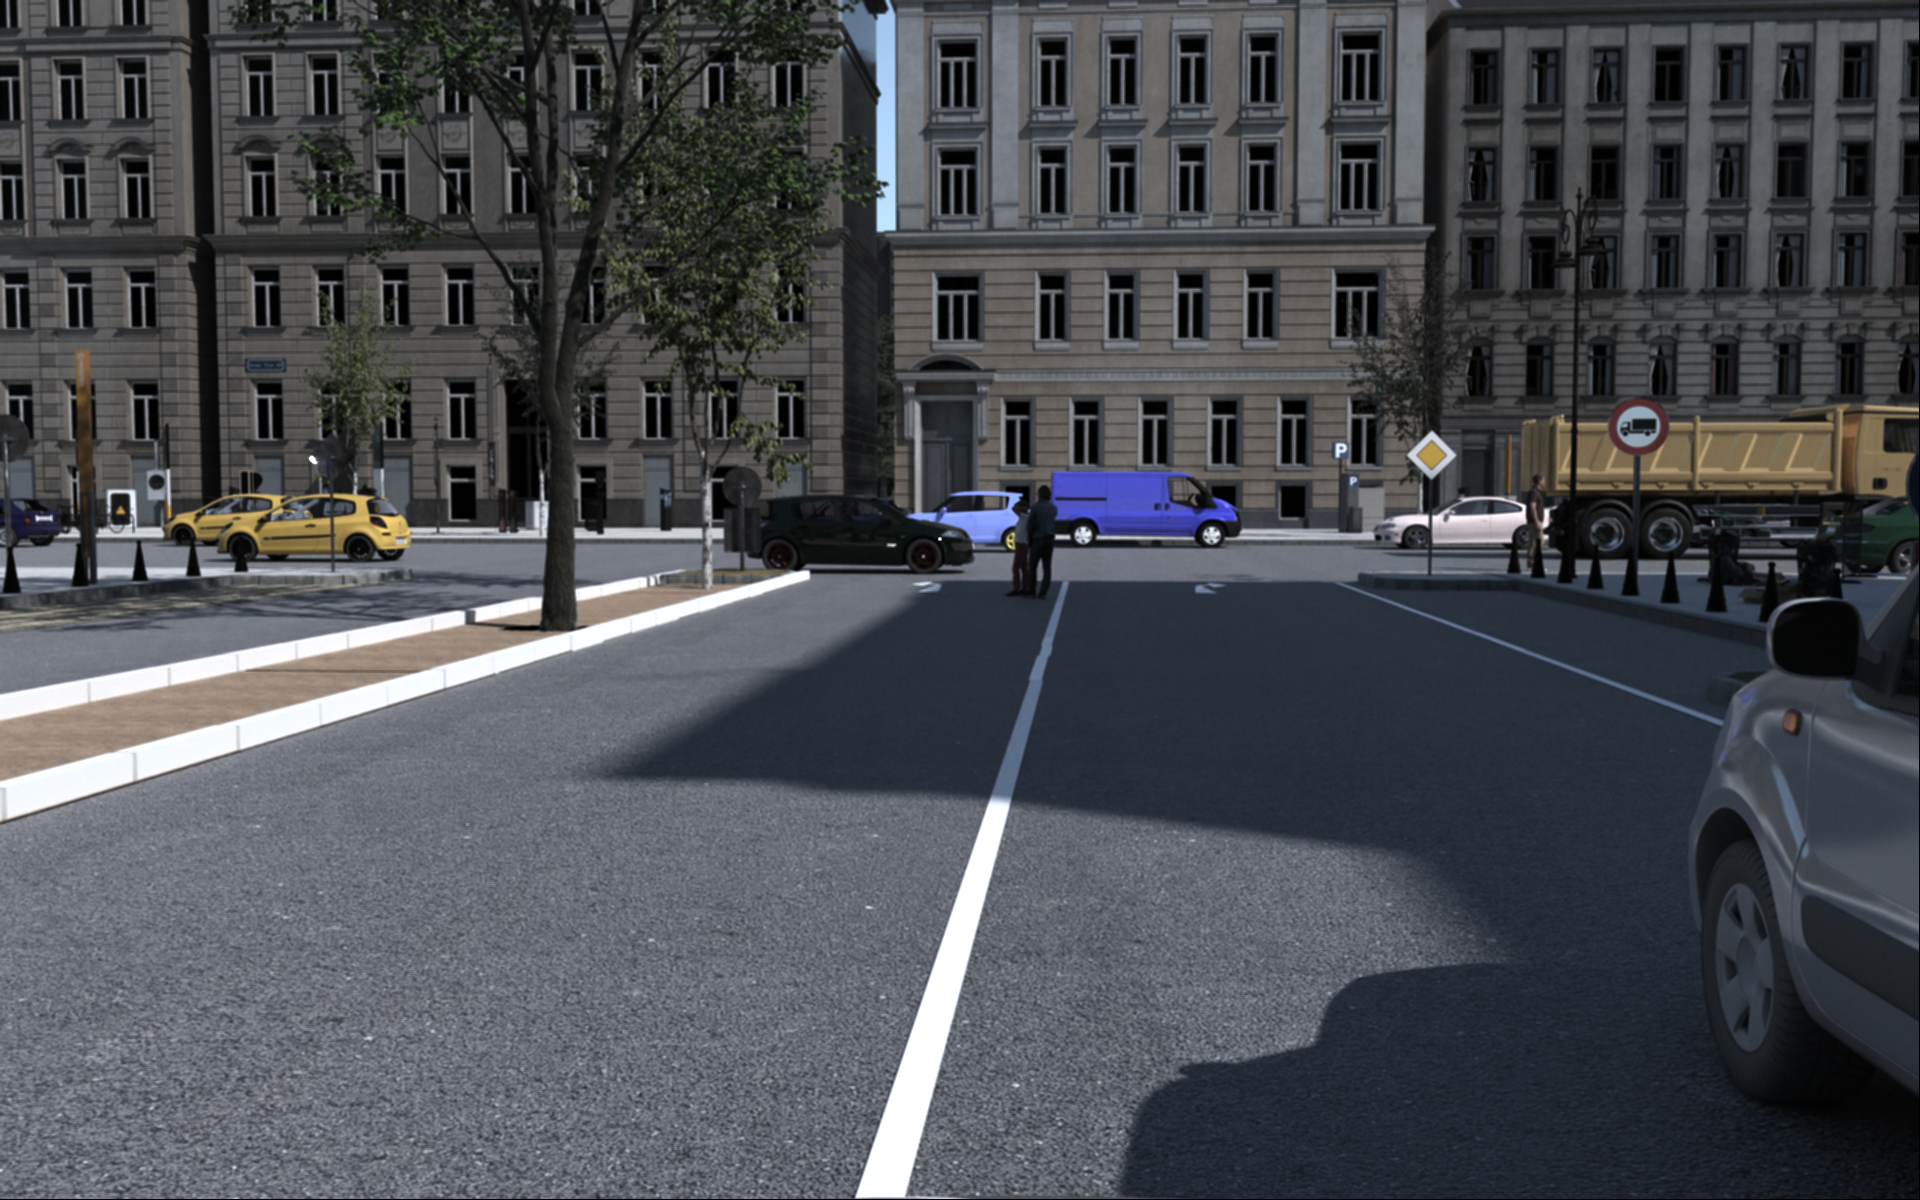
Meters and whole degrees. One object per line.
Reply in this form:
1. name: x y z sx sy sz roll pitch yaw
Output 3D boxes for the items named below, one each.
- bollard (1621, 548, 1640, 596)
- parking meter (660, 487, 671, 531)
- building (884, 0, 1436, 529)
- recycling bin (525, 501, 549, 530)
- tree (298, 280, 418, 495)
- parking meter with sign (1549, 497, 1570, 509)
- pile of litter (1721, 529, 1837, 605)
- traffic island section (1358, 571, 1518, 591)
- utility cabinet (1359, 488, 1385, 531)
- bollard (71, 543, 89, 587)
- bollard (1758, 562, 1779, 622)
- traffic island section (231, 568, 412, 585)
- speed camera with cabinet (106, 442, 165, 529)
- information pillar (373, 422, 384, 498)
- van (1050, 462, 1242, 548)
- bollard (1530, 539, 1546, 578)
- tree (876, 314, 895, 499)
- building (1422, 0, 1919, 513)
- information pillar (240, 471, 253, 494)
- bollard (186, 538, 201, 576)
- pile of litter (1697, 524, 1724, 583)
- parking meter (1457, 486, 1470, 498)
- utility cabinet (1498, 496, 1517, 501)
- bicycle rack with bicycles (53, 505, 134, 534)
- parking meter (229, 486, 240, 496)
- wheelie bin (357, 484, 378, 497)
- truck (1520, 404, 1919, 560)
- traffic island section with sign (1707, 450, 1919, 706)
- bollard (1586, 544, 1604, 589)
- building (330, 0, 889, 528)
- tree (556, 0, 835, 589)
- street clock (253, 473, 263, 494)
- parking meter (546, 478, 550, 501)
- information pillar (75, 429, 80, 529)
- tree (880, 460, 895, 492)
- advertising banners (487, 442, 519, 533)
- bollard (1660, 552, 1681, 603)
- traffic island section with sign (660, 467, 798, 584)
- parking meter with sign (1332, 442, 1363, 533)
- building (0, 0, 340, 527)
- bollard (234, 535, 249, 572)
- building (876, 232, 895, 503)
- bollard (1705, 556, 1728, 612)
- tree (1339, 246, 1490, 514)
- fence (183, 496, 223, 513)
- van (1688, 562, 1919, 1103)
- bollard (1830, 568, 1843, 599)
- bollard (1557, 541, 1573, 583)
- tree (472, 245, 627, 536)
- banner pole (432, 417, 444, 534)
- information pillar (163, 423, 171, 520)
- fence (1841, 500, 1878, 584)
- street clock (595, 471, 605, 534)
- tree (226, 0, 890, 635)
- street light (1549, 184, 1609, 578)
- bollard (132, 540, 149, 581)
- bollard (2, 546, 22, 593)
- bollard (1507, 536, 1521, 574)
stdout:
1. bollard: 8.496 -0.360 21.934 0.229 0.601 0.229 0 3 0
2. parking meter: -10.265 -3.181 60.425 0.372 1.533 0.369 0 3 0
3. building: 7.645 -17.322 69.113 20.117 28.700 13.634 0 4 4
4. recycling bin: -15.090 -3.026 62.033 0.722 1.027 0.722 -3 4 -39
5. tree: -21.108 -6.730 60.403 4.737 8.622 4.395 0 3 0
6. parking meter with sign: 18.676 -3.460 52.837 1.738 3.016 0.543 1 4 21
7. pile of litter: 9.658 -0.373 20.072 1.176 0.858 1.719 2 4 35
8. traffic island section: 7.387 -0.300 27.183 2.009 0.180 2.903 0 4 4
9. utility cabinet: 13.812 -3.072 58.900 1.173 1.500 0.318 0 4 6
10. bollard: -12.210 -0.488 24.016 0.229 0.601 0.229 0 3 0
11. bollard: 8.146 -0.083 17.394 0.229 0.601 0.229 0 3 0
12. traffic island section: -10.352 -0.383 28.546 2.009 0.180 2.903 0 4 4
13. speed camera with cabinet: -30.818 -4.311 64.820 2.038 3.252 0.660 -2 4 -26
14. information pillar: -18.926 -3.979 56.406 0.504 3.616 0.183 3 5 41
15. van: 4.966 -2.592 46.761 5.245 2.365 2.240 0 4 4
16. bollard: 8.850 -0.640 26.501 0.229 0.601 0.229 0 3 0
17. tree: -5.374 -13.024 119.599 9.857 13.997 8.962 0 3 0
18. building: 26.668 -13.288 66.415 18.267 20.994 9.793 0 4 4
19. information pillar: -22.310 -3.040 54.197 0.304 2.012 0.304 0 4 0
20. bollard: -11.977 -0.673 27.045 0.229 0.601 0.229 0 3 0
21. pile of litter: 11.198 -0.665 24.830 1.176 0.858 1.719 2 4 27
22. parking meter: 15.536 -2.755 53.457 0.372 1.533 0.369 0 3 0
23. utility cabinet: 16.542 -2.537 52.634 0.306 1.237 1.020 0 4 -7
24. bicycle rack with bicycles: -28.516 -2.632 56.412 2.852 0.926 2.925 1 4 13
25. parking meter: -23.451 -2.915 56.064 0.372 1.533 0.369 0 3 0
26. wheelie bin: -18.086 -2.742 52.738 0.693 1.594 0.980 -1 4 -15
27. truck: 17.745 -2.608 38.565 9.791 3.379 3.469 0 4 4
28. traffic island section with sign: 6.194 -0.181 11.583 1.989 1.847 2.006 0 4 4
29. bollard: 8.614 -0.454 23.465 0.229 0.601 0.229 0 3 0
30. building: -16.099 -16.732 70.835 25.104 27.353 12.463 0 4 4
31. tree: -3.767 -4.443 25.462 4.737 8.622 4.395 0 3 0
32. street clock: -23.881 -3.309 58.667 0.471 2.002 0.358 -2 4 -35
33. parking meter: -14.927 -3.528 63.393 0.399 1.863 0.255 3 5 42
34. information pillar: -31.786 -4.368 62.769 0.504 3.616 0.183 1 4 10
35. tree: -4.777 -9.517 139.310 4.285 4.588 4.351 0 3 0
36. advertising banners: -15.258 -3.766 57.755 0.090 3.025 2.074 -3 5 -41
37. bollard: 8.383 -0.268 20.426 0.229 0.601 0.229 0 3 0
38. traffic island section with sign: -3.683 -1.231 28.271 2.006 1.907 1.989 0 4 4
39. parking meter with sign: 12.970 -3.760 57.733 0.543 3.016 1.738 -1 4 -8
40. building: -41.331 -16.851 72.784 25.104 27.353 12.463 0 4 4
41. bollard: -11.859 -0.766 28.559 0.229 0.601 0.229 0 3 0
42. building: -2.707 -33.515 239.843 23.993 40.220 32.217 0 4 4
43. bollard: 8.265 -0.175 18.904 0.229 0.601 0.229 0 3 0
44. tree: 13.320 -6.146 50.849 4.360 8.622 3.978 0 3 0
45. fence: -26.685 -3.106 61.985 2.264 1.192 0.480 -3 5 -42
46. van: 2.544 0.260 2.756 2.013 2.044 4.112 0 4 6
47. bollard: 8.029 0.011 15.867 0.229 0.601 0.229 0 3 0
48. bollard: 8.730 -0.547 24.978 0.229 0.601 0.229 0 3 0
49. tree: -12.405 -6.228 52.188 4.360 8.622 3.978 0 3 0
50. banner pole: -16.974 -4.043 56.115 0.401 3.779 0.863 -1 4 -9
51. information pillar: -26.272 -4.039 57.388 0.183 3.616 0.504 -3 4 -36
52. fence: 13.303 -0.893 25.809 0.480 1.192 2.264 2 4 33
53. street clock: -11.461 -3.093 55.148 0.358 2.002 0.471 -1 4 -19
54. tree: -4.099 -5.470 17.654 9.928 11.665 9.643 0 3 0
55. street light: 9.325 -3.269 26.244 0.468 5.910 1.993 0 4 4
56. bollard: -12.095 -0.580 25.530 0.229 0.601 0.229 0 3 0
57. bollard: -12.326 -0.395 22.495 0.229 0.601 0.229 0 3 0
58. bollard: 8.967 -0.732 28.015 0.229 0.601 0.229 0 3 0
